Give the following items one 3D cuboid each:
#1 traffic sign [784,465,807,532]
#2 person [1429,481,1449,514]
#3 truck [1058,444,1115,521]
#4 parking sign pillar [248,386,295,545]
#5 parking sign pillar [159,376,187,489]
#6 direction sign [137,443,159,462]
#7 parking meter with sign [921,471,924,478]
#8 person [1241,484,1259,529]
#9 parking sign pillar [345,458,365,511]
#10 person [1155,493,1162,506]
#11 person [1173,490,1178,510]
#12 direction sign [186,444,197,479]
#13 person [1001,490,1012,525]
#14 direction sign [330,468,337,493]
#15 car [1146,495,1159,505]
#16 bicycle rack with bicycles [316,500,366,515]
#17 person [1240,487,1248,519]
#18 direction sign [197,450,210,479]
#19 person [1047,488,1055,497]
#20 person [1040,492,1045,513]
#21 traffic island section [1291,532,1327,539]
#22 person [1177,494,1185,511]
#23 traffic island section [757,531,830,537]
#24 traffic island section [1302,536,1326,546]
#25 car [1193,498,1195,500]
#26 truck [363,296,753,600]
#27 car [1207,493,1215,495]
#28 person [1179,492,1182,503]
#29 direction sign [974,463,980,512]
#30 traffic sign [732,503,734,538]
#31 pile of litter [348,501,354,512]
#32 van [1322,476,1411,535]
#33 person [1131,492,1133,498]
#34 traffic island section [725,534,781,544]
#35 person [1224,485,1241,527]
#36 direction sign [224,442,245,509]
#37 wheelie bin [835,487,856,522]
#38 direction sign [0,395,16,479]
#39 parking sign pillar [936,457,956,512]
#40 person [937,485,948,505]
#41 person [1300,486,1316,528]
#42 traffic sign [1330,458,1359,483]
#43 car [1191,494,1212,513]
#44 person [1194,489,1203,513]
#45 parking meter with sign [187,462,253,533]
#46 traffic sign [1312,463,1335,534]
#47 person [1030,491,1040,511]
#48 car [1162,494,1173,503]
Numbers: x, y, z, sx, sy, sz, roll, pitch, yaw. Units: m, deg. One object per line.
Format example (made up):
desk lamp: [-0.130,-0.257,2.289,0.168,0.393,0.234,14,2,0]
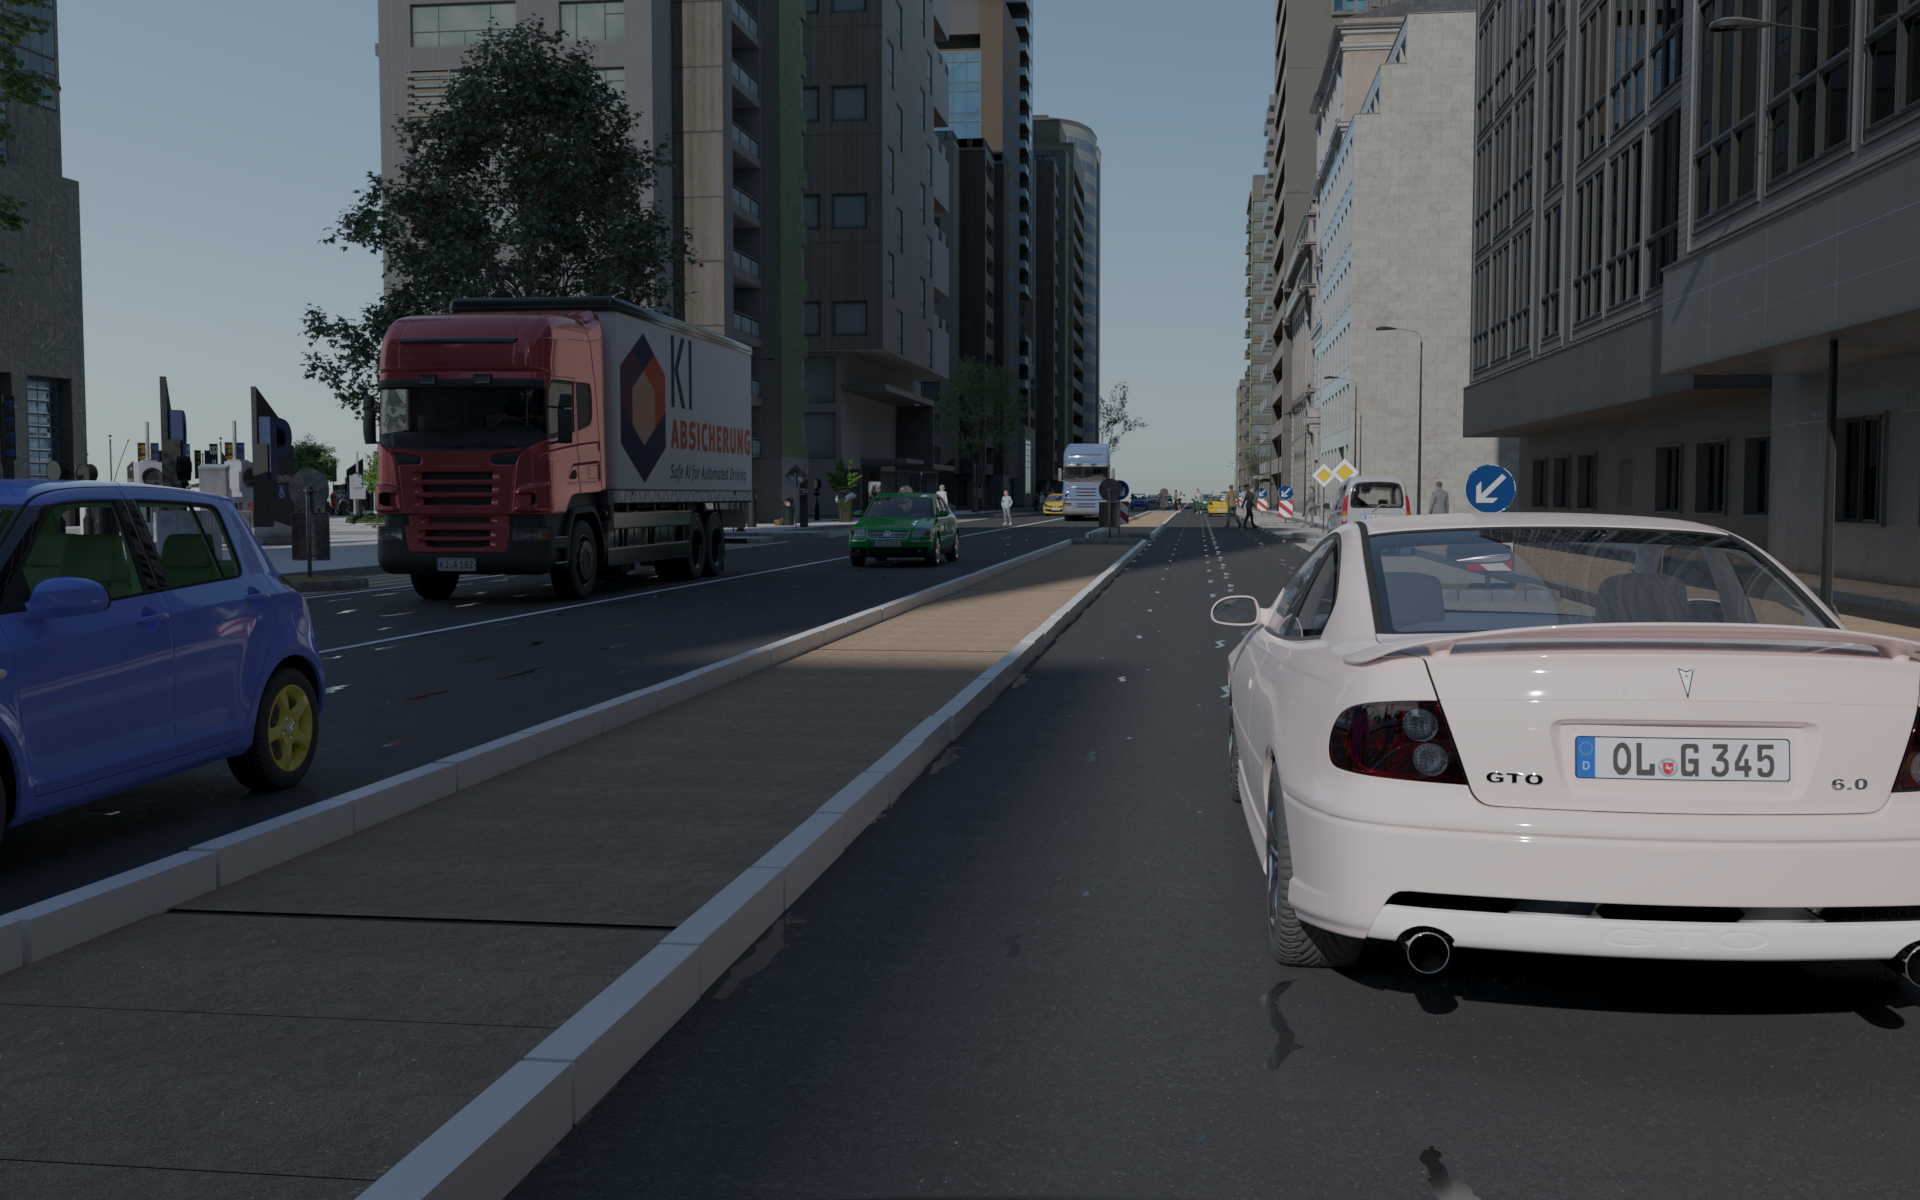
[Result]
traffic sign: [-5.562,-3.366,58.681,0.795,2.450,0.064,0,4,8]
person: [14.159,-2.605,51.194,0.694,1.812,0.767,-1,4,-19]
truck: [7.462,-6.652,98.521,2.967,4.110,18.799,0,4,6]
parking sign pillar: [-17.432,-3.395,43.984,1.447,3.967,1.447,0,4,7]
parking sign pillar: [-18.305,-3.173,40.343,1.447,3.967,1.447,-1,4,-19]
direction sign: [-35.741,-5.159,76.345,0.876,3.537,0.379,-3,4,-37]
parking meter with sign: [-3.315,-8.178,129.975,0.543,3.016,1.738,1,4,22]
person: [12.025,-3.867,71.500,0.755,1.850,0.659,0,4,-4]
parking sign pillar: [-45.500,-8.663,130.119,1.447,3.967,1.447,-3,5,-43]
person: [24.121,-12.215,208.230,1.348,1.821,0.705,0,4,1]
person: [19.088,-8.863,153.415,0.705,1.823,1.348,0,4,-6]
direction sign: [-34.893,-5.243,77.713,0.876,3.537,0.379,1,4,14]
person: [2.156,-4.292,80.486,0.589,1.601,0.330,3,4,39]
direction sign: [-39.879,-7.234,110.265,0.379,3.537,0.876,0,4,7]
car: [25.870,-13.440,232.101,2.083,1.381,4.827,1,4,8]
bicycle rack with bicycles: [-37.915,-5.700,106.575,2.925,0.926,2.852,0,4,5]
person: [16.056,-5.423,97.261,0.616,1.811,0.778,3,5,42]
direction sign: [-38.986,-5.948,89.252,0.379,3.537,0.876,3,5,40]
person: [6.552,-7.052,123.894,0.679,1.850,0.850,1,4,18]
person: [6.088,-7.231,128.542,0.330,1.601,0.589,-2,4,-28]
traffic island section: [11.842,-2.084,56.361,2.009,0.180,2.903,0,4,8]
person: [19.125,-8.426,149.447,0.628,1.438,0.799,2,4,34]
traffic island section: [-5.586,-2.230,58.746,2.009,0.180,2.903,0,4,8]
traffic island section: [10.758,-1.601,48.450,2.009,0.180,2.903,0,4,8]
car: [30.910,-12.826,222.285,1.945,1.354,3.894,1,4,9]
truck: [-5.803,-2.329,26.993,2.839,4.237,11.283,0,4,7]
car: [24.605,-9.804,169.879,1.945,1.707,3.694,0,4,6]
person: [26.982,-12.433,212.500,0.721,1.743,1.217,0,4,1]
direction sign: [1.211,-8.139,125.069,0.379,3.537,0.876,-2,4,-33]
traffic sign: [-6.646,-2.882,50.769,0.795,2.450,0.064,0,4,8]
pile of litter: [-44.728,-6.888,126.584,1.719,0.858,1.176,1,4,16]
van: [9.617,-2.070,40.852,2.013,2.044,4.112,0,4,7]
person: [28.632,-17.027,287.804,0.541,1.710,0.530,0,4,6]
traffic island section: [-6.671,-1.746,50.834,2.009,0.180,2.903,0,4,8]
person: [11.740,-4.039,74.448,0.836,1.842,0.656,3,4,38]
direction sign: [-31.656,-5.118,75.672,0.379,3.537,0.876,3,5,42]
wheelie bin: [-5.177,-4.314,78.450,0.980,1.594,0.693,0,4,1]
direction sign: [-21.854,-2.907,39.520,0.379,3.537,0.876,1,4,11]
parking sign pillar: [-1.027,-8.355,125.084,1.447,3.967,1.447,-1,4,-17]
person: [-0.798,-4.226,77.479,0.514,1.842,0.818,0,3,0]
person: [14.662,-3.925,72.942,0.573,1.790,0.520,2,4,34]
traffic sign: [10.733,-2.736,48.376,0.795,2.450,0.064,0,4,8]
car: [19.043,-7.515,134.671,2.131,1.459,4.920,0,4,7]
person: [17.679,-7.342,128.382,0.661,1.843,0.795,1,4,15]
parking meter with sign: [-19.049,-2.937,44.273,1.738,3.016,0.543,-1,4,-14]
traffic sign: [11.818,-3.220,56.287,0.795,2.450,0.064,0,4,8]
person: [6.419,-8.461,147.539,0.721,1.736,1.217,-3,5,-41]
car: [33.722,-16.712,282.032,1.959,1.807,4.718,0,4,7]
